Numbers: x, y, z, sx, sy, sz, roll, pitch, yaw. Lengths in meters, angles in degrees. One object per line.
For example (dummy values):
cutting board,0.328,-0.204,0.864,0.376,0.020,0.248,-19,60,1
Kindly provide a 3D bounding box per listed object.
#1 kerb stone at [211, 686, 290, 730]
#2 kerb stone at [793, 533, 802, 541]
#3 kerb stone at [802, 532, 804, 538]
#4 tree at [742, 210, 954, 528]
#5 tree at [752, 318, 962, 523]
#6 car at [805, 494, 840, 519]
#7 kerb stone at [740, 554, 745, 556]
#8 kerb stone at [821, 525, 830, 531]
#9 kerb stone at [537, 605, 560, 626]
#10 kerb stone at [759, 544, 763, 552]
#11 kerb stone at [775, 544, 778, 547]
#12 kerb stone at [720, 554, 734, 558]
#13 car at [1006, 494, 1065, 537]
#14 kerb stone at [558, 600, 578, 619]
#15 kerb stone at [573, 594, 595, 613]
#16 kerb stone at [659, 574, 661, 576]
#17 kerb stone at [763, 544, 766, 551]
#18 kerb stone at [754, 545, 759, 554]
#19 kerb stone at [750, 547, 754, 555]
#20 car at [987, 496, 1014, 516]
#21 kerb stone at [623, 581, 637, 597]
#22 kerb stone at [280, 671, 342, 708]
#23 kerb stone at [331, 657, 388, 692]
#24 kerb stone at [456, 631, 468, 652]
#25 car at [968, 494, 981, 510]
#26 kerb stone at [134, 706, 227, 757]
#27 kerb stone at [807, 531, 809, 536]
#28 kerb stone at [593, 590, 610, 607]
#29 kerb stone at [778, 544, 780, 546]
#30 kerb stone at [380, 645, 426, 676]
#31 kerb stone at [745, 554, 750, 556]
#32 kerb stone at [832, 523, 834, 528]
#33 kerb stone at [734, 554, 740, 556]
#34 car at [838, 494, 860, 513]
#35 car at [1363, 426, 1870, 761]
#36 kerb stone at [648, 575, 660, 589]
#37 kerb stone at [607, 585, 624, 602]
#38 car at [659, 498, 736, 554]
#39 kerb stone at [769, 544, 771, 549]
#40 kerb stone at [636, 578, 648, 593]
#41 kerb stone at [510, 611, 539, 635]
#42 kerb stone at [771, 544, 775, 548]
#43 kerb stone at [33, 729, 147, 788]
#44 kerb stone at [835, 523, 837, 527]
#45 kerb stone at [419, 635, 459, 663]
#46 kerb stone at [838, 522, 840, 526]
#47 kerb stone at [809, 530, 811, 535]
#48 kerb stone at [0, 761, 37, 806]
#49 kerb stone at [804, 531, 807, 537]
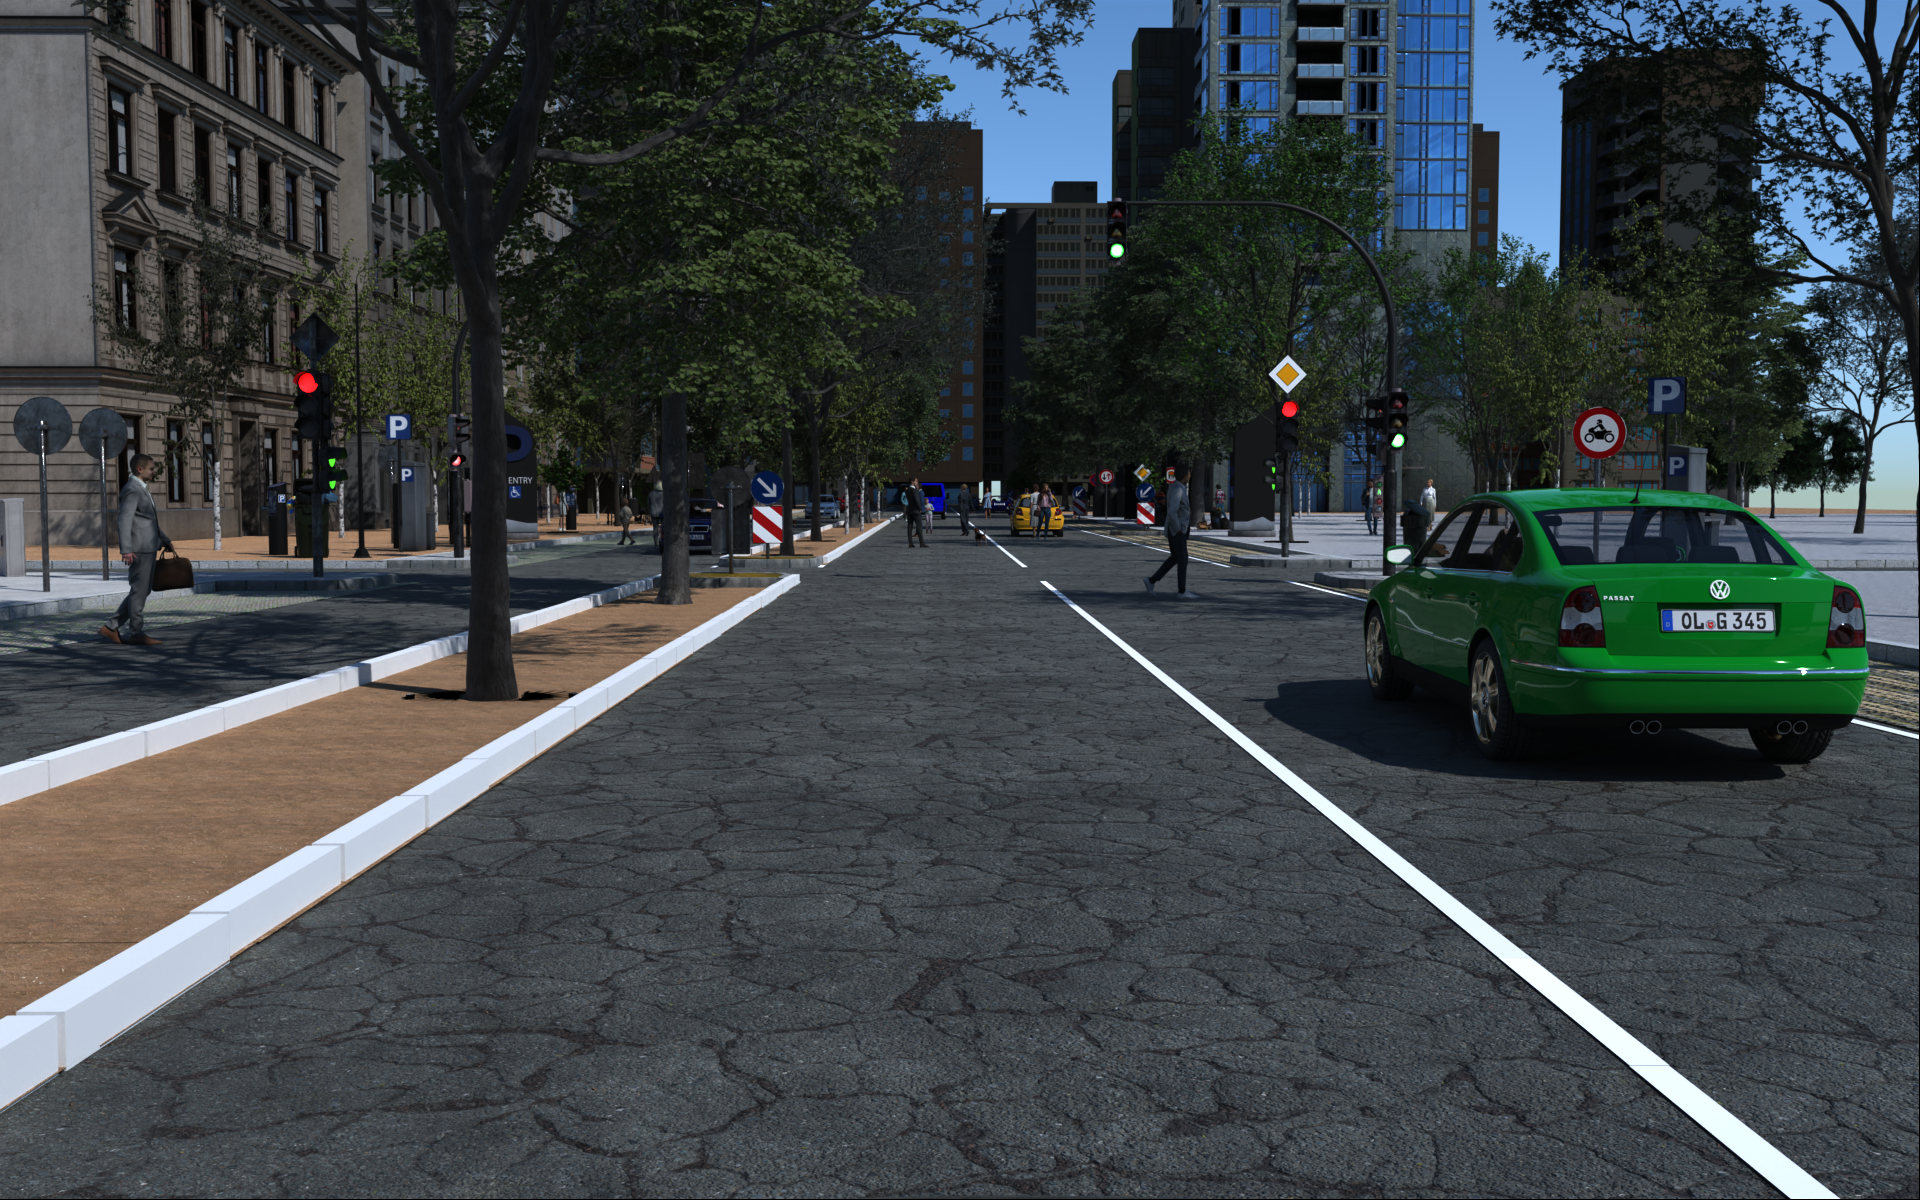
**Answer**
kerb stone,-4.489,0.690,10.914,0.120,0.150,1.000,0,4,-1
kerb stone,-5.158,-1.977,54.527,0.120,0.150,1.000,0,4,-1
kerb stone,-5.174,-2.038,55.550,0.120,0.150,1.000,0,4,-1
tree,-4.615,-10.025,73.021,9.857,13.997,8.962,0,3,0
tree,-4.665,-10.087,84.388,9.611,12.733,9.660,0,3,0
car,-7.966,-5.406,100.392,2.014,1.417,4.499,0,4,1
kerb stone,-4.905,-0.972,38.095,0.120,0.150,1.000,0,4,-1
kerb stone,-5.376,-2.849,68.861,0.120,0.150,1.000,0,4,-1
kerb stone,-4.610,0.195,19.094,0.120,0.150,1.000,0,4,-1
kerb stone,-4.968,-1.223,42.193,0.120,0.150,1.000,0,4,-1
kerb stone,-5.031,-1.474,46.297,0.120,0.150,1.000,0,4,-1
kerb stone,-4.877,-0.842,36.042,0.120,0.150,1.000,0,4,-1
car,2.606,-2.994,59.177,2.015,1.641,3.980,0,4,0
kerb stone,-4.630,0.133,20.123,0.120,0.150,1.000,0,4,-1
kerb stone,-4.645,0.064,21.145,0.120,0.150,1.000,0,4,-1
kerb stone,-4.733,-0.312,27.296,0.120,0.150,1.000,0,4,-1
kerb stone,-4.985,-1.286,43.221,0.120,0.150,1.000,0,4,-1
kerb stone,-4.952,-1.161,41.171,0.120,0.150,1.000,0,4,-1
kerb stone,-4.939,-1.098,40.146,0.120,0.150,1.000,0,4,-1
car,2.635,-6.309,115.740,1.945,1.354,3.894,0,4,1
kerb stone,-4.691,-0.123,24.210,0.120,0.150,1.000,0,4,-1
kerb stone,-4.510,0.630,11.936,0.120,0.150,1.000,0,4,-1
kerb stone,-4.515,0.565,12.957,0.120,0.150,1.000,0,4,-1
kerb stone,-4.566,0.383,16.025,0.120,0.150,1.000,0,4,-1
car,0.860,-8.694,154.154,2.014,1.417,4.499,0,4,0
kerb stone,-4.465,0.753,9.879,0.120,0.150,1.000,0,4,-1
kerb stone,-5.202,-2.165,57.598,0.120,0.150,1.000,0,4,-1
kerb stone,-4.667,0.002,22.167,0.120,0.150,1.000,0,4,-1
kerb stone,-5.038,-1.536,47.319,0.120,0.150,1.000,0,4,-1
kerb stone,-4.536,0.505,13.979,0.120,0.150,1.000,0,4,-1
kerb stone,-4.921,-1.034,39.121,0.120,0.150,1.000,0,4,-1
kerb stone,-5.424,-3.042,71.940,0.120,0.150,1.000,0,4,-1
kerb stone,-4.884,-0.907,37.071,0.120,0.150,1.000,0,4,-1
car,-8.225,-7.519,131.973,2.155,1.783,4.494,0,4,-3
car,3.734,-0.114,10.663,1.959,1.807,4.718,0,4,1
kerb stone,-4.725,-0.249,26.267,0.120,0.150,1.000,0,4,-1
kerb stone,-4.681,-0.060,23.189,0.120,0.150,1.000,0,4,-1
car,-6.288,-1.819,42.323,1.945,1.354,3.894,0,4,-1
kerb stone,-5.003,-1.349,44.246,0.120,0.150,1.000,0,4,-1
kerb stone,-4.719,-0.186,25.235,0.120,0.150,1.000,0,4,-1
kerb stone,-4.596,0.252,18.070,0.120,0.150,1.000,0,4,-1
kerb stone,-5.013,-1.410,45.275,0.120,0.150,1.000,0,4,-1
kerb stone,-4.458,0.816,8.854,0.120,0.150,1.000,0,4,-1
kerb stone,-5.452,-3.166,73.984,0.120,0.150,1.000,0,4,-1
kerb stone,-4.559,0.440,15.001,0.120,0.150,1.000,0,4,-1
kerb stone,-5.488,-3.294,76.046,0.120,0.150,1.000,0,4,-1
kerb stone,-5.221,-2.228,58.624,0.120,0.150,1.000,0,4,-1
kerb stone,-4.440,0.878,7.832,0.120,0.150,1.000,0,4,-1
kerb stone,-5.187,-2.101,56.572,0.120,0.150,1.000,0,4,-1
